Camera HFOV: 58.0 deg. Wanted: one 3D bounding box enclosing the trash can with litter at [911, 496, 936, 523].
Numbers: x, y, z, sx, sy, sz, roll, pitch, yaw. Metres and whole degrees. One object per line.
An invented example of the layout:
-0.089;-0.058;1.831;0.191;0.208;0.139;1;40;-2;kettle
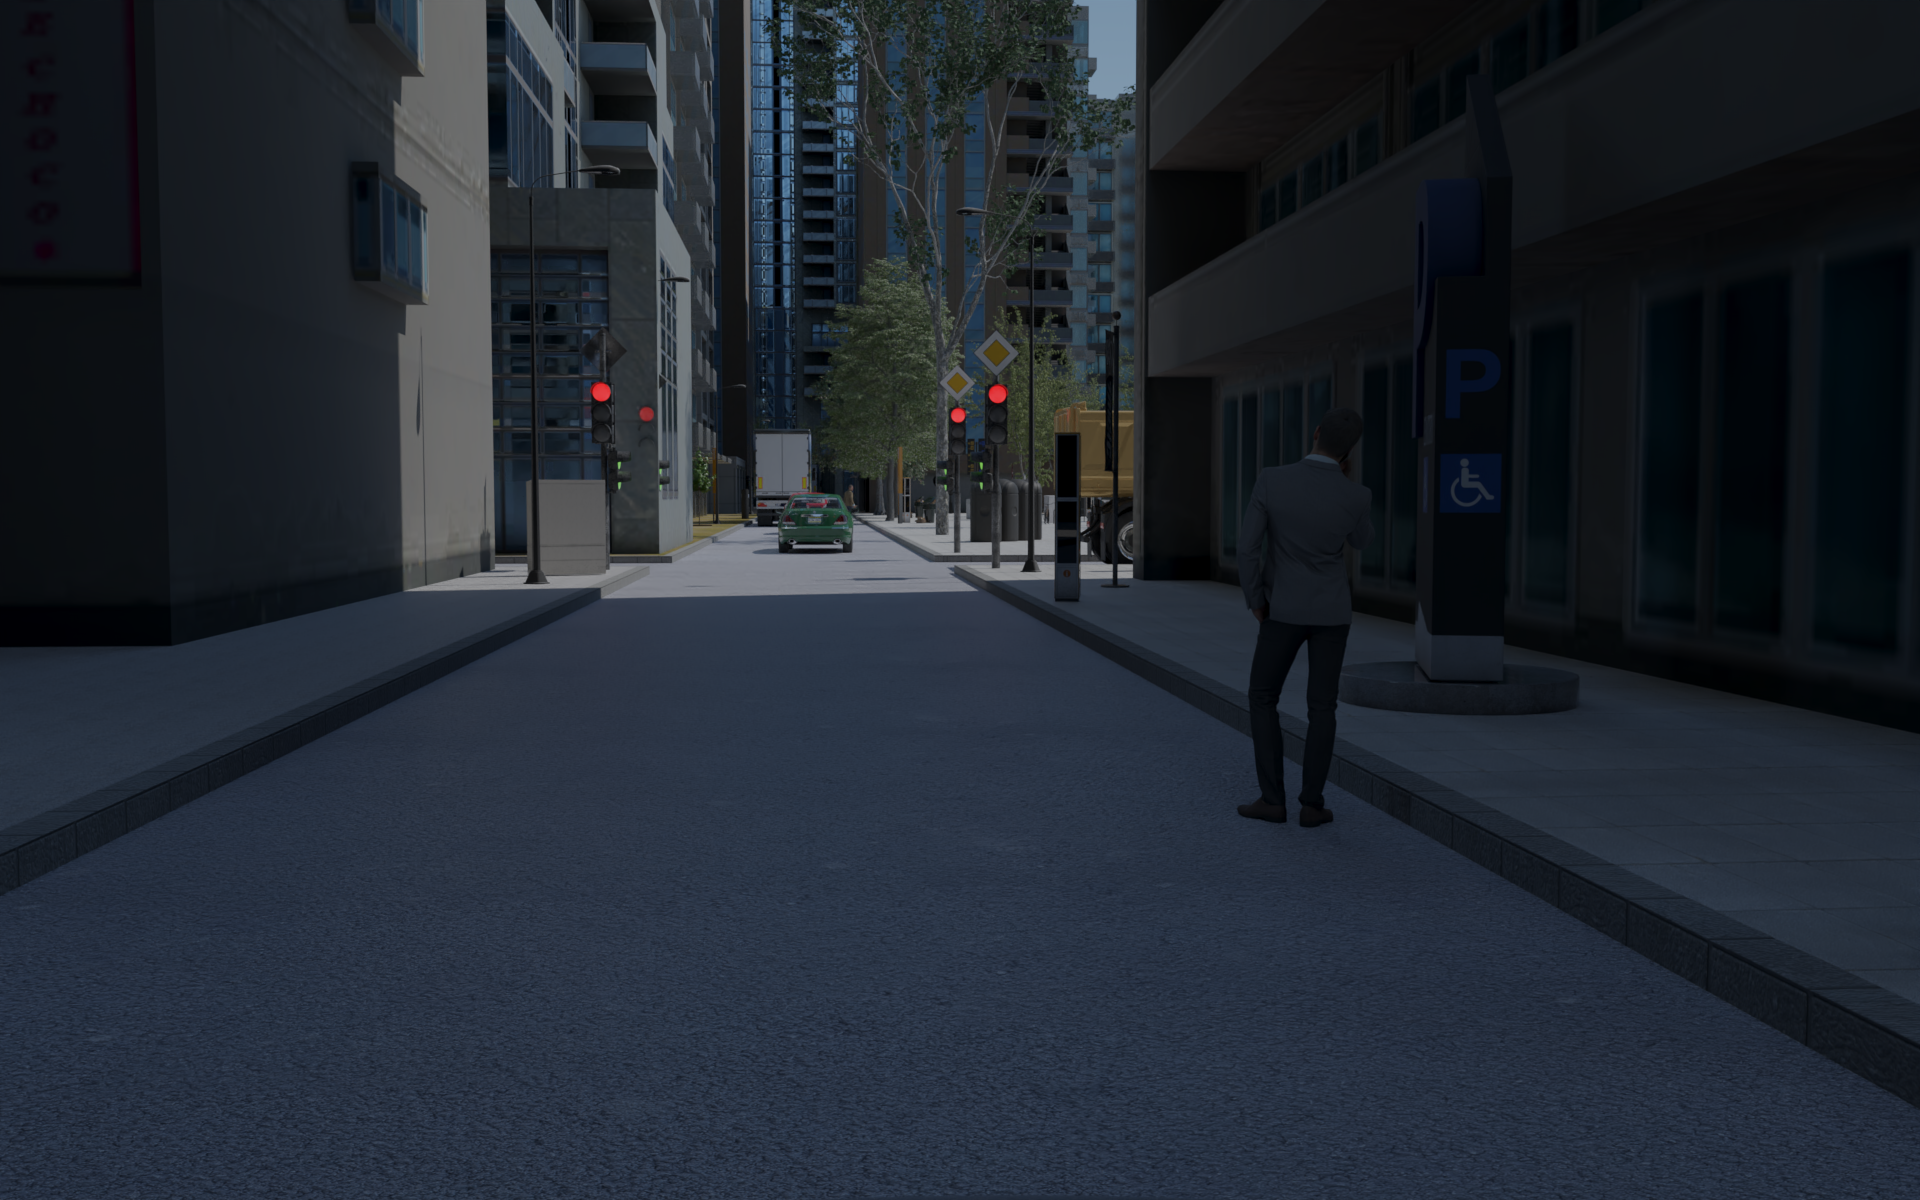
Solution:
-1.466;-3.951;75.985;0.624;1.170;1.055;3;5;40;trash can with litter

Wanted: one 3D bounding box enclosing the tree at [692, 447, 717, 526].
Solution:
-10.373;-4.579;69.464;1.663;3.219;1.824;0;3;0;tree

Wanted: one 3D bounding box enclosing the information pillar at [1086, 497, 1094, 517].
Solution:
6.912;-5.355;92.053;0.304;2.012;0.304;2;4;27;information pillar

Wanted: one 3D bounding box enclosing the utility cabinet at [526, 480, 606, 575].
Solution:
-6.199;-1.137;27.264;1.173;1.500;0.318;-2;4;-29;utility cabinet

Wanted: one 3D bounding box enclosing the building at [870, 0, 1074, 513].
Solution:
-0.092;-28.878;122.260;14.600;45.320;14.200;0;4;-5;building

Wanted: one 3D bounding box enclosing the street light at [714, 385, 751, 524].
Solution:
-9.799;-6.185;73.662;1.470;5.913;1.316;0;4;-5;street light

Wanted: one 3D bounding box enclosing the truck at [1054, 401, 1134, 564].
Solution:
6.823;-2.311;33.703;9.791;3.379;3.469;0;4;-4;truck

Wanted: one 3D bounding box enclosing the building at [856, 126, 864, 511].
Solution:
-1.198;-22.330;136.797;14.160;30.474;14.107;0;4;-5;building

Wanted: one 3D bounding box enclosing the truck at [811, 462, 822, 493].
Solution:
-13.973;-10.253;156.555;2.839;4.237;11.283;0;4;-4;truck

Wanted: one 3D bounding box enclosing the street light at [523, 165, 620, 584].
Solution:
-5.507;-3.184;24.597;1.470;5.913;1.316;0;4;-5;street light

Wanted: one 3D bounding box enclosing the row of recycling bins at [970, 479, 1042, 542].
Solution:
1.330;-2.464;47.391;1.069;1.692;3.534;2;4;26;row of recycling bins

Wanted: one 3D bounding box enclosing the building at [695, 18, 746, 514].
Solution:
-25.587;-41.702;120.080;20.563;71.187;20.611;0;4;-5;building

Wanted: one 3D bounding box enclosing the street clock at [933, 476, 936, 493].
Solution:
-0.745;-3.622;63.794;0.471;2.002;0.358;1;4;10;street clock

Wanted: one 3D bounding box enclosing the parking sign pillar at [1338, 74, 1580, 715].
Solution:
3.075;-1.355;10.626;1.447;3.967;1.447;1;4;11;parking sign pillar

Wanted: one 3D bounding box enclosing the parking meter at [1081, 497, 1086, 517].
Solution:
7.029;-5.633;97.815;0.255;1.863;0.399;3;5;44;parking meter

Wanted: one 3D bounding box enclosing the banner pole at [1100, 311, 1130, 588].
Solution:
2.065;-2.051;23.552;0.401;3.779;0.863;1;4;19;banner pole

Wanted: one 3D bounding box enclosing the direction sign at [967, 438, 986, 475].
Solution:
0.676;-4.809;70.624;0.876;3.537;0.379;2;4;33;direction sign

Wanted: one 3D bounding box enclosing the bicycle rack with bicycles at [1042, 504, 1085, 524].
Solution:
4.530;-4.093;80.301;2.852;0.926;2.925;-1;4;-21;bicycle rack with bicycles

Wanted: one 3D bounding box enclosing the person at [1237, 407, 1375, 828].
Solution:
1.493;0.069;7.548;0.592;1.802;0.473;1;4;20;person

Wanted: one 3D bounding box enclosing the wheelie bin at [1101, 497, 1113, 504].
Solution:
5.567;-3.372;63.045;0.980;1.594;0.693;3;5;43;wheelie bin

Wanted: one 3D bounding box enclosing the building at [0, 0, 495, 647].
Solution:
-17.476;-24.027;16.550;21.600;48.544;21.300;0;4;-5;building

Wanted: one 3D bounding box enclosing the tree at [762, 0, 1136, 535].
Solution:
0.719;-12.057;53.029;12.611;20.169;13.585;0;3;0;tree

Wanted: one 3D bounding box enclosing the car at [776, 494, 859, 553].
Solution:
-3.604;-1.947;43.637;2.131;1.459;4.920;0;4;-3;car

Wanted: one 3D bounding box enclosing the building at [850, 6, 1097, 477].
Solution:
0.977;-33.893;173.763;23.786;49.044;30.456;0;4;-5;building

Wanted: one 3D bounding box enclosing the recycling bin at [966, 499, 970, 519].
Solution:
0.784;-4.631;88.265;0.722;1.027;0.722;2;4;28;recycling bin

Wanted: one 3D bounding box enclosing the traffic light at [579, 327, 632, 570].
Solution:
-5.985;-2.464;29.207;0.839;4.253;0.868;0;4;-5;traffic light

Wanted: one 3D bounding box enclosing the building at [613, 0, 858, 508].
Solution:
-23.579;-54.540;204.395;31.000;86.520;22.319;0;4;-5;building

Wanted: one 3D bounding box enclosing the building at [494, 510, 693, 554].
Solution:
-18.862;-45.025;48.837;22.319;86.520;31.000;0;4;-5;building

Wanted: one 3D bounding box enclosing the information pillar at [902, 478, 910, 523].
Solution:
-2.416;-4.459;77.397;0.304;2.012;0.304;-2;4;-30;information pillar

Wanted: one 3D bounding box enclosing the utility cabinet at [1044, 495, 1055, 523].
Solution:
4.150;-4.011;76.745;0.306;1.237;1.020;3;5;41;utility cabinet

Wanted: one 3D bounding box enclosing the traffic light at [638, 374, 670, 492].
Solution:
-6.667;-2.951;37.163;0.839;4.253;0.868;0;4;-5;traffic light

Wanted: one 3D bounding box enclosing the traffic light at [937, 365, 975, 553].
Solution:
-0.081;-2.986;37.741;0.839;4.253;0.868;0;4;-5;traffic light

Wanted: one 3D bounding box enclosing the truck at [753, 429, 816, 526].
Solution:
-8.113;-5.584;80.214;2.839;4.237;11.283;0;4;-5;truck

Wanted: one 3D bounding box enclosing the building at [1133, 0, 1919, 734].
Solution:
14.148;-23.962;15.481;21.300;48.544;21.600;0;4;-5;building

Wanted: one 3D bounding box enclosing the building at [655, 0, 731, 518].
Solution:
-24.202;-28.668;88.322;23.786;49.044;30.456;0;4;-5;building

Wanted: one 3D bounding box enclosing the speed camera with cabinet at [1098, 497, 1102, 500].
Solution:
6.406;-4.709;71.330;0.660;3.252;2.038;3;4;36;speed camera with cabinet

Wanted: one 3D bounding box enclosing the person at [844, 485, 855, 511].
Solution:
-4.962;-4.240;77.742;0.656;1.842;0.836;1;4;20;person

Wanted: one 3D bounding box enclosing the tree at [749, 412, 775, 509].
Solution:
-18.796;-12.809;159.791;4.737;8.622;4.395;0;3;0;tree

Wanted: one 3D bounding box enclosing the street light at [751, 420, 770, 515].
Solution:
-12.586;-8.322;108.610;1.470;5.913;1.316;0;4;-5;street light

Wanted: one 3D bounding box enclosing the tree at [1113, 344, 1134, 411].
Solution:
8.678;-7.981;80.849;4.737;8.622;4.395;0;3;0;tree

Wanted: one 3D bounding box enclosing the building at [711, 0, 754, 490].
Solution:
-23.840;-29.868;138.455;14.600;45.320;14.200;0;4;-5;building

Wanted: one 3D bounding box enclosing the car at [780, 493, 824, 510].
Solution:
-5.480;-3.296;62.922;2.155;1.783;4.494;0;4;-3;car

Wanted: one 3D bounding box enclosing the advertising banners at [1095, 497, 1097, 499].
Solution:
8.173;-6.530;102.951;0.090;3.025;2.074;3;4;36;advertising banners

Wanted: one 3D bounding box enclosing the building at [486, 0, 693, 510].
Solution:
-35.319;-52.638;173.301;31.000;86.520;22.319;0;4;-5;building

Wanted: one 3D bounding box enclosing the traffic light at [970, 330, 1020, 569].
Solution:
0.601;-2.499;29.785;0.839;4.253;0.868;0;4;-5;traffic light

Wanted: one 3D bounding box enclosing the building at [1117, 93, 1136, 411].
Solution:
21.516;-36.116;210.108;30.456;49.044;23.786;0;4;-5;building

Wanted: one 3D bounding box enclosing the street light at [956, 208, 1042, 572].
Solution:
0.630;-3.410;28.294;1.470;5.913;1.316;0;4;-5;street light

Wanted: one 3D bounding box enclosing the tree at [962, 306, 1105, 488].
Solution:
2.360;-7.125;66.851;4.737;8.622;4.395;0;3;0;tree

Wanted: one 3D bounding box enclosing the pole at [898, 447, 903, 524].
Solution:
-2.595;-4.961;74.949;0.158;3.312;0.155;0;3;0;pole

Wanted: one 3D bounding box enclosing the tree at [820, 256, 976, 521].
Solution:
-2.954;-10.083;82.989;7.486;12.596;7.792;0;3;0;tree

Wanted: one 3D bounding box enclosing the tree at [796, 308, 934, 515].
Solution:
-4.922;-11.514;105.264;9.611;12.733;9.660;0;3;0;tree

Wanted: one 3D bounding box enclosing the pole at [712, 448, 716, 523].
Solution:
-10.827;-5.052;76.437;0.158;3.312;0.155;0;3;0;pole

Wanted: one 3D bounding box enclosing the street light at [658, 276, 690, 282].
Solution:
-6.462;-3.947;37.072;1.470;5.913;1.316;0;4;-5;street light

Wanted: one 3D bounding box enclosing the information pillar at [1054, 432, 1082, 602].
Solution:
1.290;-0.992;20.713;0.304;2.012;0.304;0;4;7;information pillar

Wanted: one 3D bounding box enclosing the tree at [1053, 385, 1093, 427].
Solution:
7.630;-9.862;111.606;4.360;8.622;3.978;0;3;0;tree

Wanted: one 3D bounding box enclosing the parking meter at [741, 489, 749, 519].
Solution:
-10.999;-4.908;88.652;0.372;1.533;0.369;0;3;0;parking meter

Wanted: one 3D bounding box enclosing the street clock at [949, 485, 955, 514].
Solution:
-0.597;-6.607;112.590;0.471;2.002;0.358;-1;4;-15;street clock
